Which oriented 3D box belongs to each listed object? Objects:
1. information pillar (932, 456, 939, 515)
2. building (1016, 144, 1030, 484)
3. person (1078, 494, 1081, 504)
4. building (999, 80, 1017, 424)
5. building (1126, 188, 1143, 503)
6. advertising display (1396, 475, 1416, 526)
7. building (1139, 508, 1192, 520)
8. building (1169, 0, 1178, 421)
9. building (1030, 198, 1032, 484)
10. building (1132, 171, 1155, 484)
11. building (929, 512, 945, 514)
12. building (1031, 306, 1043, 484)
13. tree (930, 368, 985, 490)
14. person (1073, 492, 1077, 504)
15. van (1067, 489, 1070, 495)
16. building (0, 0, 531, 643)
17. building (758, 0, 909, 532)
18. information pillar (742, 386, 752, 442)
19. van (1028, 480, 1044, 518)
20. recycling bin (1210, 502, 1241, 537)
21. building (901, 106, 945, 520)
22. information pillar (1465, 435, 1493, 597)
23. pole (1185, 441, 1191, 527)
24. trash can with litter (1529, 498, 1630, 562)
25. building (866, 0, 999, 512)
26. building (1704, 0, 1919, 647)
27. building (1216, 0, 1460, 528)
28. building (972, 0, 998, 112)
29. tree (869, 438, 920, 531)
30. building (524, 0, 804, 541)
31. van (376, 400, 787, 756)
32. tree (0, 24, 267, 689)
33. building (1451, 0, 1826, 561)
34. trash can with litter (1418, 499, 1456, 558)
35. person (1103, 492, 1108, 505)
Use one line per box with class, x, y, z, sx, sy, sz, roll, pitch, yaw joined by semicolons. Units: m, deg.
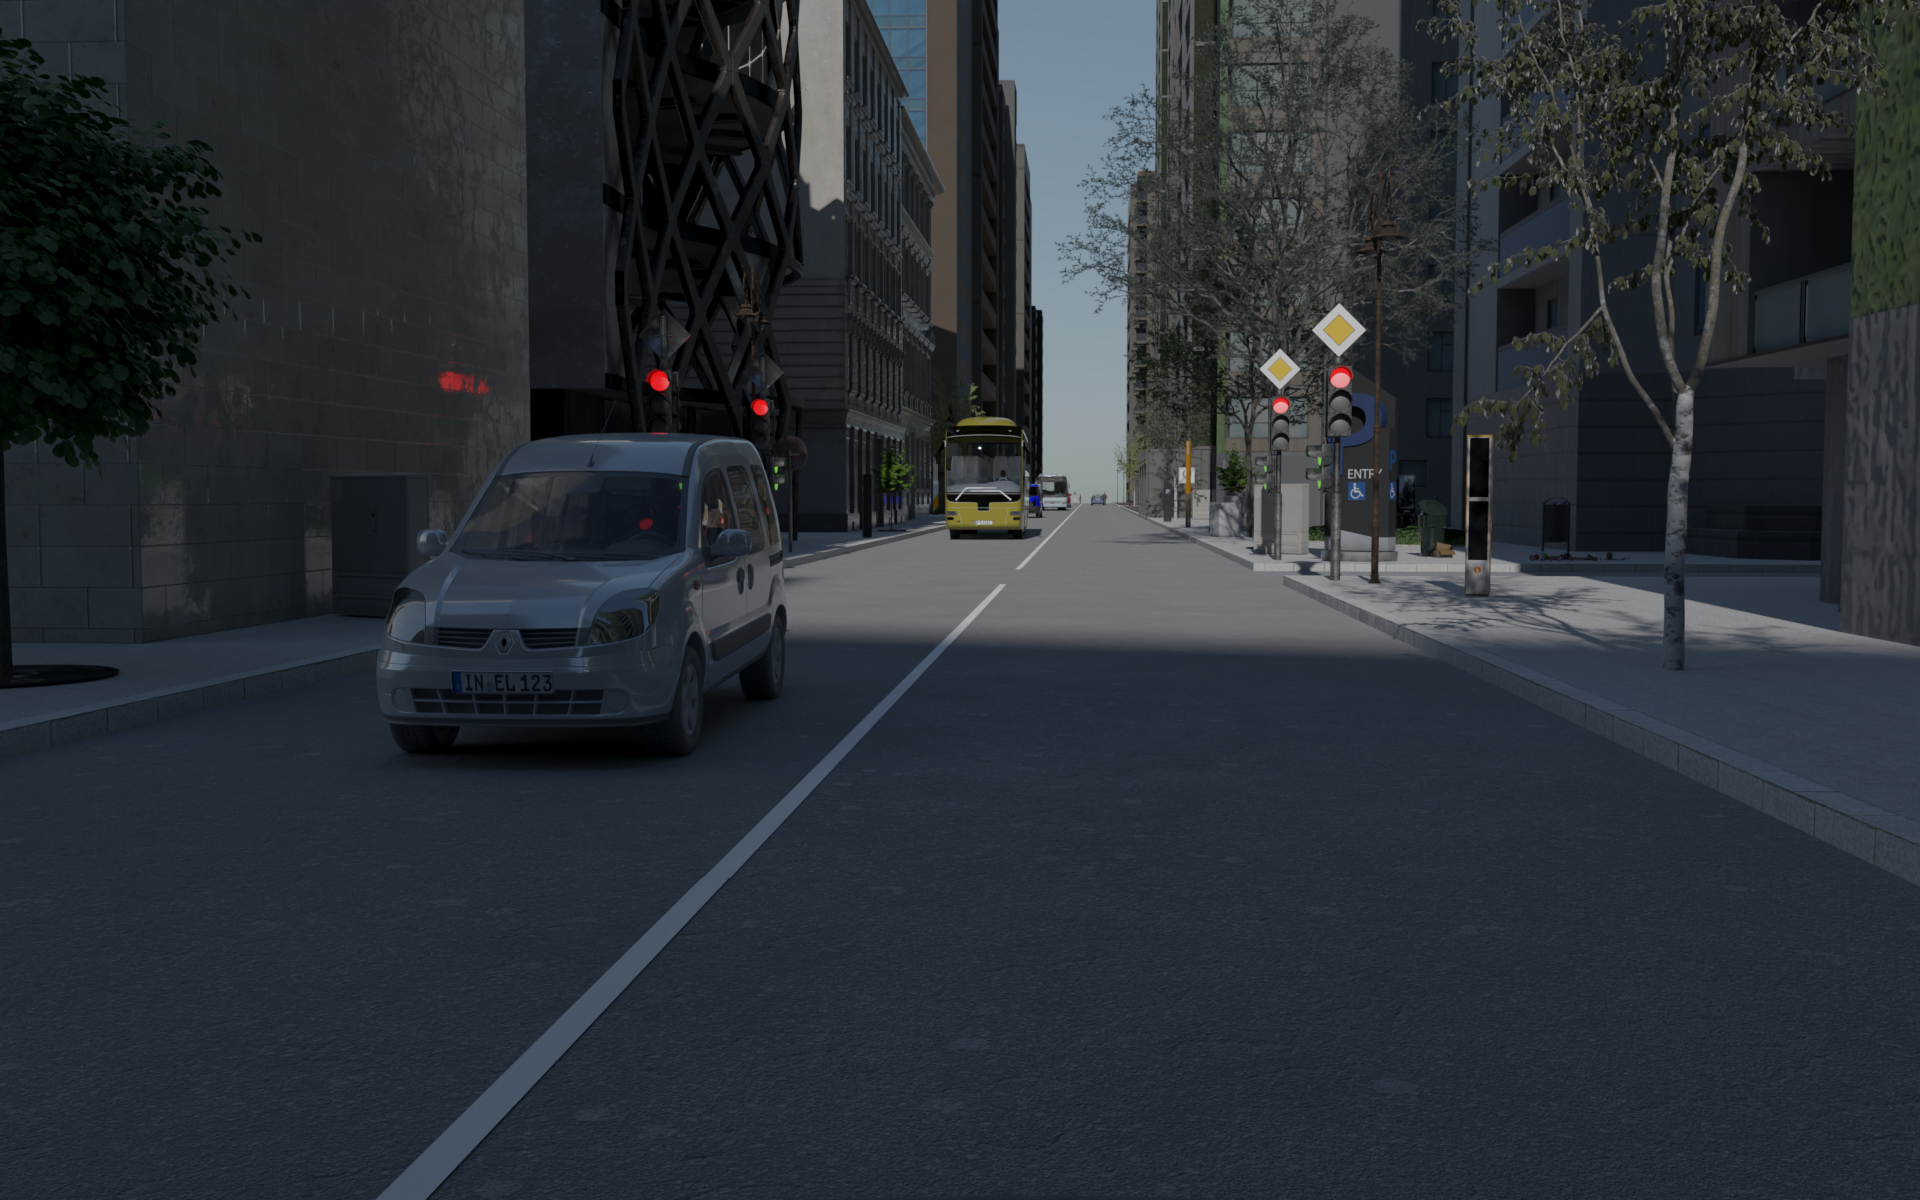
information pillar;-1.480;-7.045;106.546;0.183;3.616;0.504;-3;4;-37
building;-1.778;-37.018;228.937;21.300;48.544;21.600;0;4;4
person;17.123;-14.401;247.214;0.557;1.426;1.065;-1;4;-17
building;-1.875;-29.545;166.652;14.154;41.232;14.086;0;4;4
building;35.507;-38.626;255.232;21.300;48.544;21.600;0;4;4
advertising display;14.772;-3.194;57.434;0.974;1.923;0.123;-3;5;-42
building;20.672;-40.241;96.185;20.563;71.187;20.611;0;4;4
building;29.363;-32.803;125.569;28.713;52.752;27.495;0;4;4
building;3.056;-36.499;246.865;14.600;45.320;14.200;0;4;4
building;34.184;-35.179;229.802;22.147;44.769;28.867;0;4;4
building;-6.553;-28.522;116.450;14.600;45.320;14.200;0;4;4
building;5.341;-29.974;261.773;14.160;30.474;14.107;0;4;4
tree;-0.649;-9.153;100.021;4.737;8.622;4.395;0;3;0
person;17.358;-15.425;261.366;0.621;1.740;0.551;3;4;38
van;12.231;-12.473;208.321;2.240;2.365;5.245;0;4;6
building;-14.995;-10.110;20.047;16.860;20.320;10.420;0;4;4
building;-7.761;-13.304;66.677;9.793;20.994;18.267;0;4;4
information pillar;-4.564;-2.813;37.340;0.183;3.616;0.504;-2;4;-28
van;3.970;-6.113;104.335;2.240;2.365;5.245;0;4;5
recycling bin;7.971;-2.413;52.009;0.722;1.027;0.722;-1;4;-17
building;-7.381;-15.312;86.506;11.583;22.565;21.152;0;4;4
information pillar;6.498;-1.052;21.688;0.304;2.012;0.304;1;4;19
pole;8.765;-4.442;66.467;0.158;3.312;0.155;0;3;0
trash can with litter;11.998;-1.380;33.623;2.233;1.210;1.678;0;4;-1
building;-3.858;-30.728;152.520;14.600;45.320;14.200;0;4;4
building;15.296;-20.330;15.987;14.154;41.232;14.086;0;4;4
building;17.775;-23.752;71.945;14.154;41.232;14.086;0;4;4
building;-8.282;-31.235;134.400;21.300;48.544;21.600;0;4;4
tree;-2.363;-3.979;59.651;1.663;3.219;1.824;0;3;0
building;-12.676;-10.796;43.960;16.820;18.784;16.811;0;4;4
van;-2.185;-0.234;10.838;2.013;2.044;4.112;0;4;4
tree;-6.555;-1.725;11.918;4.285;4.588;4.351;0;3;0
building;28.034;-30.476;40.288;28.212;58.520;21.231;0;4;4
trash can with litter;9.753;-1.457;35.203;0.624;1.170;1.055;-1;4;-12
person;18.790;-13.199;224.851;0.434;1.755;0.990;-3;5;-43
